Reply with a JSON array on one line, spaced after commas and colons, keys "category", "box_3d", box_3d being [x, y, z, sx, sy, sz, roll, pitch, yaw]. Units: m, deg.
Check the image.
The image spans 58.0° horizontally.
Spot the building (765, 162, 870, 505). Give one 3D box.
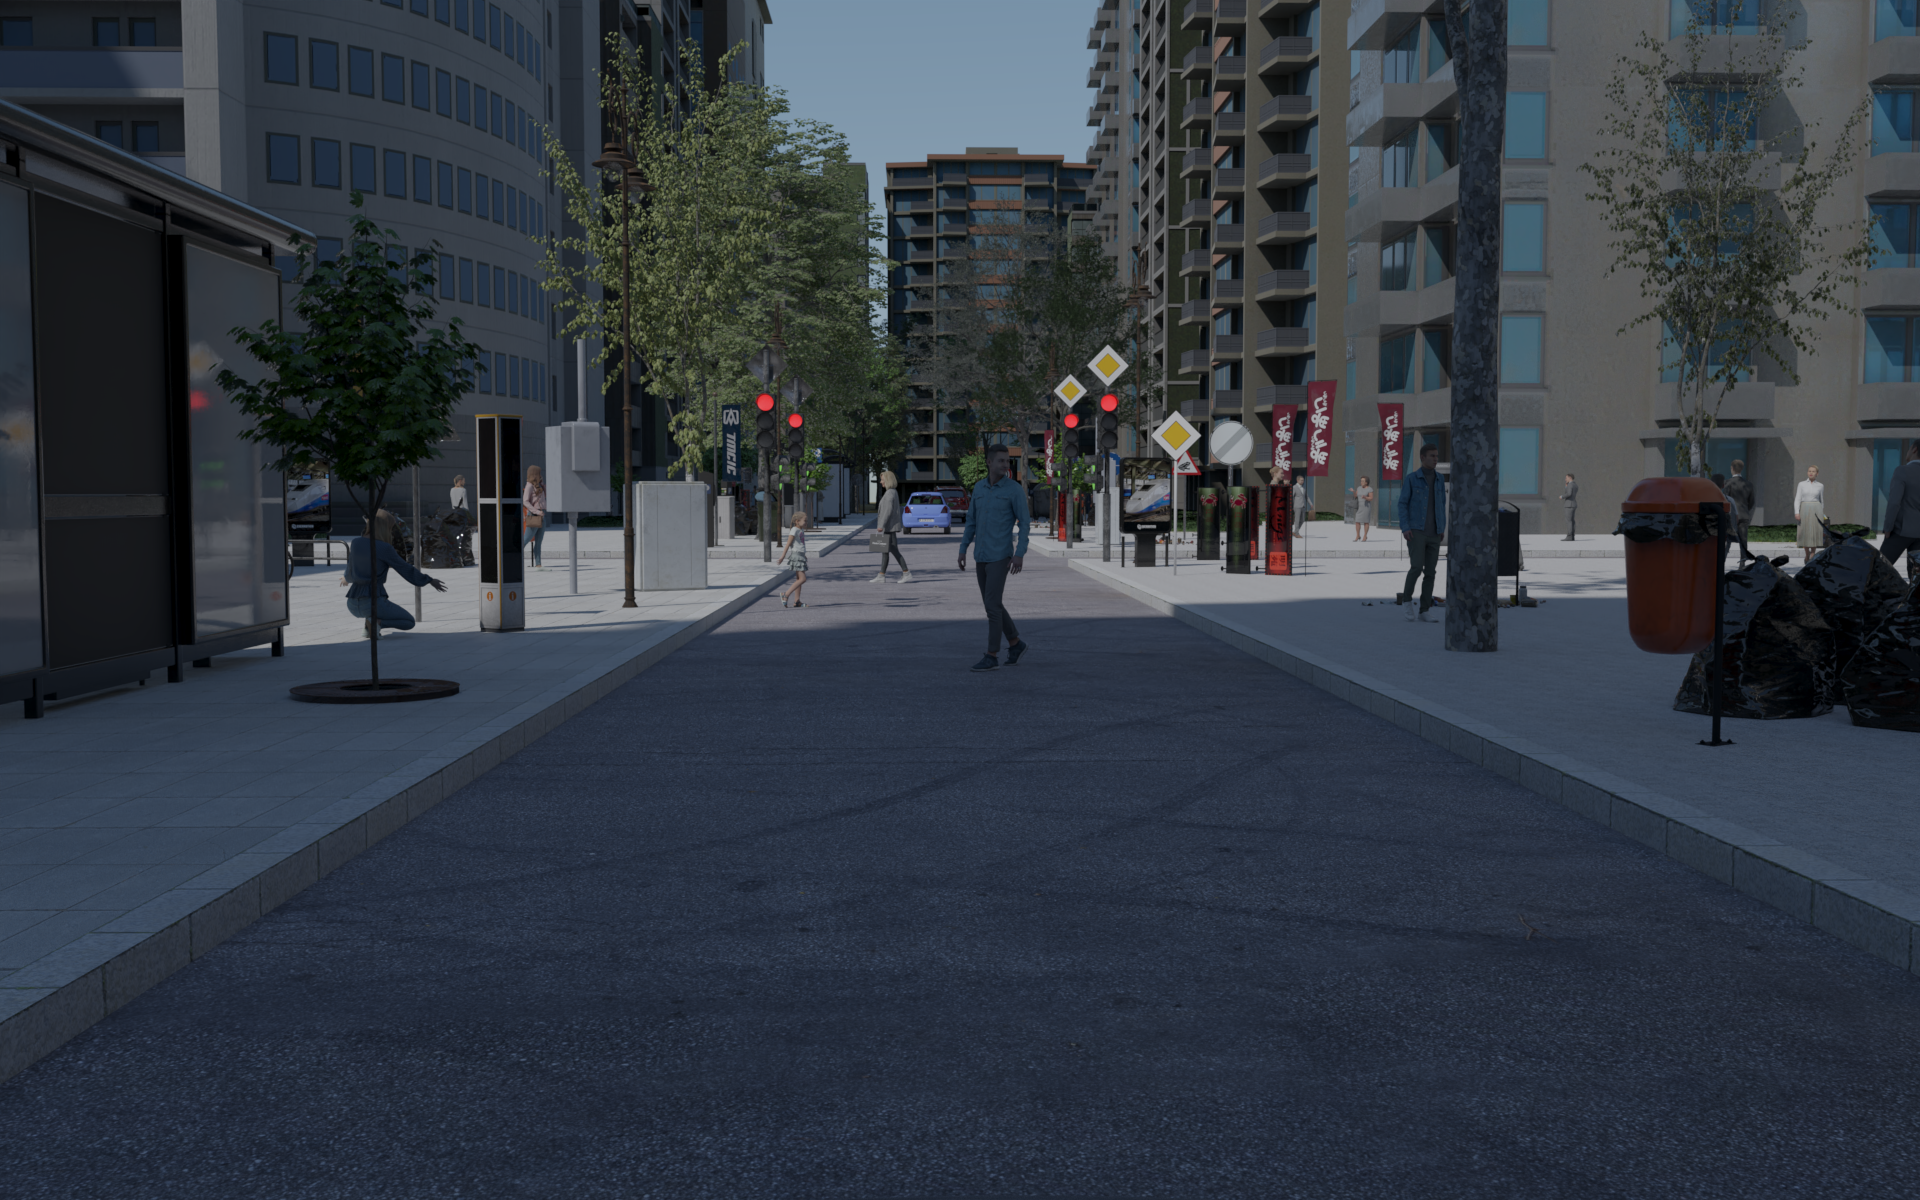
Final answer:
[{"category": "building", "box_3d": [-18.360, -32.571, 216.131, 14.086, 41.232, 14.154, 0, 4, -1]}]

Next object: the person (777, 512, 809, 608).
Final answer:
[{"category": "person", "box_3d": [-2.091, -0.516, 21.953, 0.382, 1.210, 0.505, 1, 4, 10]}]

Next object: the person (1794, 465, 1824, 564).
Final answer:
[{"category": "person", "box_3d": [15.294, -1.523, 31.167, 0.478, 1.798, 0.641, 2, 4, 32]}]

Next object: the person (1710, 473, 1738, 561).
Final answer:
[{"category": "person", "box_3d": [8.378, -0.649, 19.248, 0.523, 1.515, 0.503, 3, 4, 39]}]

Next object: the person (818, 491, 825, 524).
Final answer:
[{"category": "person", "box_3d": [-6.012, -4.168, 74.745, 0.362, 1.759, 0.519, 0, 4, 0]}]

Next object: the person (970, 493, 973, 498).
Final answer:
[{"category": "person", "box_3d": [1.298, -10.048, 170.859, 0.617, 1.759, 0.750, 0, 4, 0]}]

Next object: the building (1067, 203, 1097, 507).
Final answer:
[{"category": "building", "box_3d": [17.610, -24.619, 174.225, 14.160, 30.474, 14.107, 0, 4, -1]}]

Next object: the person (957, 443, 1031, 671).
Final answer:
[{"category": "person", "box_3d": [0.353, -0.357, 14.192, 0.748, 1.841, 0.638, -3, 4, -39]}]

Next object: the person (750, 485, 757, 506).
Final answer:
[{"category": "person", "box_3d": [-12.355, -6.007, 104.344, 0.616, 1.811, 0.778, 2, 4, 34]}]

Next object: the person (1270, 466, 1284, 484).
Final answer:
[{"category": "person", "box_3d": [5.481, -1.421, 29.818, 0.362, 1.759, 0.519, 0, 4, 7]}]

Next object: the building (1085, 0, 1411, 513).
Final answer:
[{"category": "building", "box_3d": [22.840, -32.534, 151.539, 23.786, 49.044, 30.456, 0, 4, -1]}]

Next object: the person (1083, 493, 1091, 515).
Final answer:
[{"category": "person", "box_3d": [7.493, -5.818, 101.596, 0.534, 1.772, 0.576, -3, 4, -36]}]

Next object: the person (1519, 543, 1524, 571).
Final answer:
[{"category": "person", "box_3d": [8.988, -1.416, 29.409, 0.699, 1.804, 1.509, 0, 4, -3]}]

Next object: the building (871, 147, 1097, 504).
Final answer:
[{"category": "building", "box_3d": [3.244, -34.670, 221.475, 28.867, 44.769, 22.147, 0, 4, -1]}]

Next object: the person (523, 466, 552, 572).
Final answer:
[{"category": "person", "box_3d": [-7.091, -1.342, 28.571, 0.643, 1.750, 0.593, 0, 4, 4]}]

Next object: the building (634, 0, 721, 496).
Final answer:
[{"category": "building", "box_3d": [-27.928, -41.942, 124.009, 20.563, 71.187, 20.611, 0, 4, -1]}]

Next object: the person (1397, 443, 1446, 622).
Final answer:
[{"category": "person", "box_3d": [4.638, -0.672, 17.370, 0.601, 1.785, 0.444, -1, 4, -13]}]

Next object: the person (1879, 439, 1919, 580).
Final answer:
[{"category": "person", "box_3d": [8.891, -0.617, 16.316, 0.592, 1.802, 0.473, 0, 4, -2]}]

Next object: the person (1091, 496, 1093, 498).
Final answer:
[{"category": "person", "box_3d": [9.680, -7.215, 124.711, 0.721, 1.736, 1.217, -2, 4, -25]}]

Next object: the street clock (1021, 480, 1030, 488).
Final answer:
[{"category": "street clock", "box_3d": [3.238, -4.969, 85.821, 0.471, 2.002, 0.358, 0, 4, -1]}]

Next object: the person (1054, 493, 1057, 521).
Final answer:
[{"category": "person", "box_3d": [4.817, -4.676, 82.522, 0.620, 1.820, 0.660, -2, 4, -24]}]

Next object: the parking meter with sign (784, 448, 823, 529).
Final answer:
[{"category": "parking meter with sign", "box_3d": [-5.876, -4.201, 64.947, 0.543, 3.016, 1.738, 2, 4, 34]}]

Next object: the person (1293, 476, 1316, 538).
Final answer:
[{"category": "person", "box_3d": [9.876, -2.697, 50.258, 0.709, 1.813, 0.853, -3, 4, -36]}]

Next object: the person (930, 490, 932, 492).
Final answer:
[{"category": "person", "box_3d": [-2.132, -7.271, 128.090, 1.217, 1.736, 0.721, 0, 4, -8]}]

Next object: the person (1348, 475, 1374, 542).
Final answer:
[{"category": "person", "box_3d": [10.735, -2.458, 46.586, 0.532, 1.782, 0.716, -3, 5, -44]}]

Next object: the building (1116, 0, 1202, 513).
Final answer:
[{"category": "building", "box_3d": [22.305, -42.025, 125.357, 20.563, 71.187, 20.611, 0, 4, -1]}]

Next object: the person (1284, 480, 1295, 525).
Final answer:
[{"category": "person", "box_3d": [9.845, -2.819, 52.104, 0.822, 1.834, 0.622, -3, 4, -38]}]

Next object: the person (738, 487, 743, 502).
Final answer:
[{"category": "person", "box_3d": [-15.217, -6.919, 119.693, 0.617, 1.759, 0.750, -3, 5, -45]}]

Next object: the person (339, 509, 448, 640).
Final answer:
[{"category": "person", "box_3d": [-5.230, -0.242, 15.500, 1.012, 1.151, 0.738, 1, 4, 22]}]

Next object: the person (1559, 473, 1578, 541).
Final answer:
[{"category": "person", "box_3d": [16.607, -2.537, 47.329, 0.447, 1.846, 0.655, 3, 4, 36]}]

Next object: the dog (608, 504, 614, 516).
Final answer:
[{"category": "dog", "box_3d": [-16.306, -4.111, 81.588, 0.513, 0.831, 0.800, 3, 5, 43]}]

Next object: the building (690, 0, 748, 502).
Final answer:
[{"category": "building", "box_3d": [-25.173, -30.117, 142.528, 14.600, 45.320, 14.200, 0, 4, -1]}]

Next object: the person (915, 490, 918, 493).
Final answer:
[{"category": "person", "box_3d": [-3.457, -7.972, 139.673, 1.217, 1.723, 0.721, 2, 4, 29]}]

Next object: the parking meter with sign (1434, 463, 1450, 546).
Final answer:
[{"category": "parking meter with sign", "box_3d": [12.035, -2.834, 42.594, 1.738, 3.016, 0.543, 2, 4, 31]}]

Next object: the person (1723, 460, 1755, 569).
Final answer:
[{"category": "person", "box_3d": [12.836, -1.404, 28.769, 0.659, 1.850, 0.755, 0, 4, -2]}]

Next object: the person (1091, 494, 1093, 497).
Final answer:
[{"category": "person", "box_3d": [9.584, -7.058, 122.269, 1.217, 1.723, 0.721, -2, 4, -30]}]

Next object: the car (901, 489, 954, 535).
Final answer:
[{"category": "car", "box_3d": [-1.177, -3.235, 62.486, 1.945, 1.707, 3.694, 0, 4, 0]}]

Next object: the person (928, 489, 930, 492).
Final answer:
[{"category": "person", "box_3d": [-2.528, -8.146, 141.762, 0.705, 1.814, 1.350, -3, 4, -39]}]

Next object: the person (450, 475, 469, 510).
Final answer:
[{"category": "person", "box_3d": [-11.754, -2.077, 40.760, 0.466, 1.731, 0.760, -1, 4, -12]}]

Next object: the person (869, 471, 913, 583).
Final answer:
[{"category": "person", "box_3d": [-1.125, -1.168, 27.777, 0.728, 1.800, 0.709, 1, 4, 9]}]

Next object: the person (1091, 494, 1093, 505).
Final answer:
[{"category": "person", "box_3d": [9.736, -7.319, 128.894, 0.799, 1.438, 0.628, 1, 4, 20]}]
